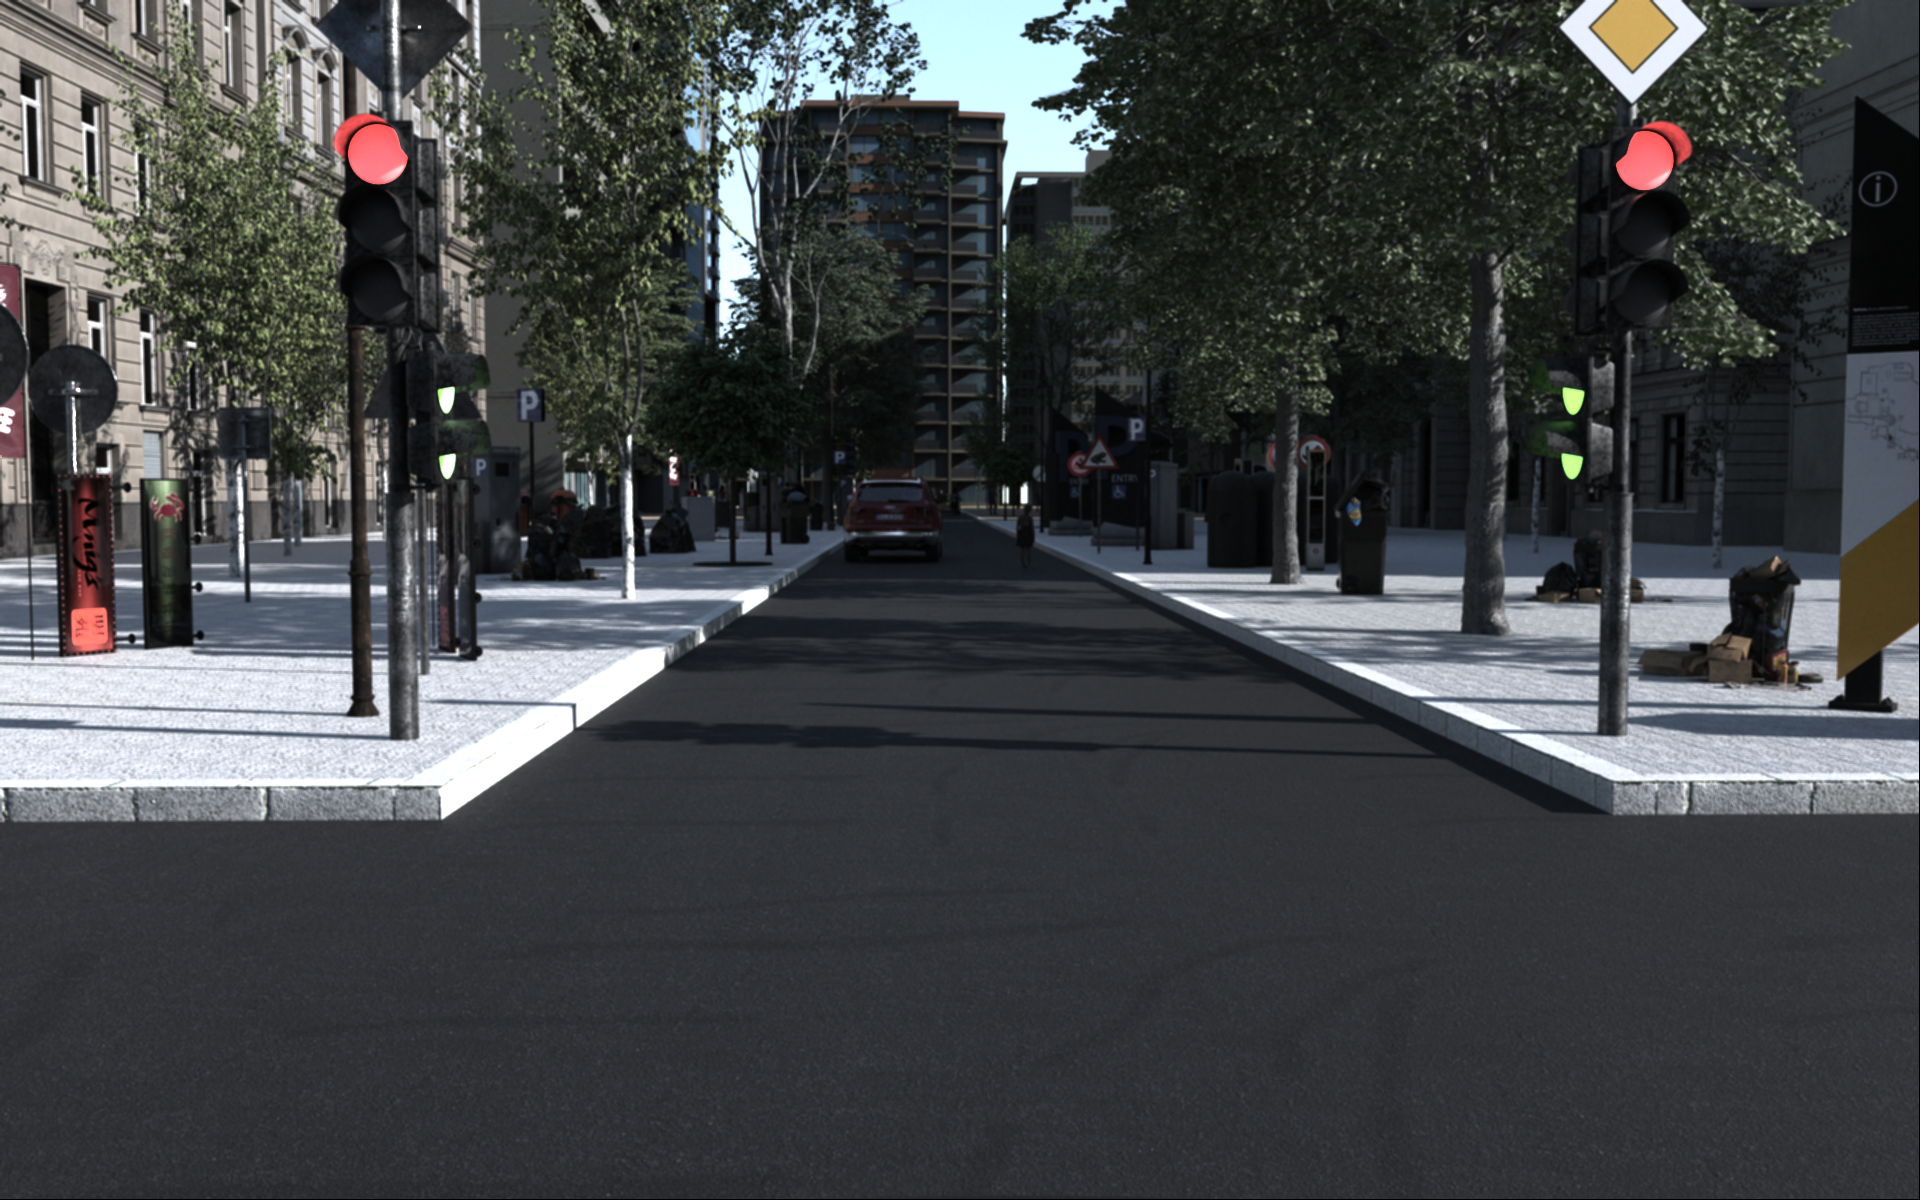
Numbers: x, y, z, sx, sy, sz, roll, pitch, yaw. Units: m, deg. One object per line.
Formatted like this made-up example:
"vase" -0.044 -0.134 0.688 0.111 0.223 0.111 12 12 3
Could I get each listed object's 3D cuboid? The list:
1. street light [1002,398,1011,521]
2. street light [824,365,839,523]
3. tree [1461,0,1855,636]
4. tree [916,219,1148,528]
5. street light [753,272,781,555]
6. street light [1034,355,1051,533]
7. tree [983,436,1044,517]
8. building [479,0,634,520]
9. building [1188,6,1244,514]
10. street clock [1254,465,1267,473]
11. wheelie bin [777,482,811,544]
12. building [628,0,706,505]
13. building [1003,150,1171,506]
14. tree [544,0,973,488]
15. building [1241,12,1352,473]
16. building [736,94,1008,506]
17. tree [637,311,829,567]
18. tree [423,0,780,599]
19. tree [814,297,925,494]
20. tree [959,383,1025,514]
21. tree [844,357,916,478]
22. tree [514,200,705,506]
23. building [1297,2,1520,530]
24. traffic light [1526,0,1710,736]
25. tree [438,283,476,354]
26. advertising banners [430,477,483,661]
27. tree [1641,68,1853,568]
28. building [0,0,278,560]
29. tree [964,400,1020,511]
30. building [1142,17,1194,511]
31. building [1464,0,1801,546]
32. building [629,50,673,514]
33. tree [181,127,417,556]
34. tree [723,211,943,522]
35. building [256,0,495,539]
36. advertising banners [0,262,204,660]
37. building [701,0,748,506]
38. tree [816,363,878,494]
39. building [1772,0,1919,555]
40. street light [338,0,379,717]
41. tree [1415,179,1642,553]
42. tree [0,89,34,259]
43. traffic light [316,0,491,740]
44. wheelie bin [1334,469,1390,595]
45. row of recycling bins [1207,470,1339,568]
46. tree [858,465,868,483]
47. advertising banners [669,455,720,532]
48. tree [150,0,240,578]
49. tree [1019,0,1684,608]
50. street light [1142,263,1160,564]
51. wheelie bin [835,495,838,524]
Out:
"street light" 2.202 -6.797 83.914 0.468 5.910 1.993 0 4 -1
"street light" -4.611 -5.473 62.276 0.468 5.910 1.993 0 4 -1
"tree" 4.422 -5.956 15.514 7.486 12.596 7.792 0 3 0
"tree" 3.419 -8.544 65.442 9.928 11.665 9.643 0 3 0
"street light" -4.014 -3.879 36.212 0.468 5.910 1.993 0 4 -1
"street light" 2.731 -5.190 57.646 0.468 5.910 1.993 0 4 -1
"tree" 2.967 -6.979 97.814 4.285 4.588 4.351 0 3 0
"building" -30.487 -28.794 94.488 21.300 48.544 21.600 0 4 -1
"building" 22.752 -28.204 111.248 14.600 45.320 14.200 0 4 -1
"street clock" 7.466 -2.378 43.443 0.471 2.002 0.358 1 4 21
"wheelie bin" -4.295 -2.252 44.728 0.693 1.594 0.980 -3 5 -44
"building" -28.315 -29.821 137.690 14.200 45.320 14.600 0 4 -1
"building" 17.254 -30.961 198.092 23.993 40.220 32.217 0 4 -1
"tree" -5.834 -11.780 48.484 12.611 20.169 13.585 0 3 0
"building" 22.878 -25.264 96.658 14.154 41.232 14.086 0 4 -1
"building" -9.458 -32.913 192.746 28.867 44.769 22.147 0 4 -1
"tree" -4.059 -2.902 31.164 4.285 4.588 4.351 0 3 0
"tree" -4.314 -4.319 20.981 4.737 8.622 4.395 0 3 0
"tree" -5.863 -11.075 99.209 7.486 12.596 7.792 0 3 0
"tree" 2.148 -10.017 114.136 4.737 8.622 4.395 0 3 0
"tree" -6.781 -12.525 130.541 9.928 11.665 9.643 0 3 0
"tree" -13.584 -9.127 67.360 7.486 12.596 7.792 0 3 0
"building" 22.567 -14.133 72.881 13.314 21.916 24.055 0 4 -1
"traffic light" 3.463 -1.236 9.127 0.839 4.253 0.868 0 4 -1
"tree" -15.814 -5.983 48.188 4.360 8.622 3.978 0 3 0
"advertising banners" -4.182 -1.092 14.047 0.090 3.025 2.074 -2 4 -28
"tree" 13.306 -4.854 29.728 4.360 8.622 3.978 0 3 0
"building" -24.491 -14.546 35.091 12.463 27.353 25.104 0 4 -1
"tree" 2.344 -11.140 132.505 4.360 8.622 3.978 0 3 0
"building" 29.041 -33.204 132.116 28.713 52.752 27.495 0 4 -1
"building" 22.612 -11.416 51.286 10.561 19.102 19.286 0 4 -1
"building" -26.860 -20.871 112.948 14.160 30.474 14.107 0 4 -1
"tree" -13.777 -5.231 35.887 4.360 8.622 3.978 0 3 0
"tree" -5.941 -10.526 78.758 9.857 13.997 8.962 0 3 0
"building" -25.348 -16.102 60.531 12.463 27.353 25.104 0 4 -1
"advertising banners" -6.939 -1.074 13.753 0.090 3.025 2.074 2 4 27
"building" -39.577 -53.691 190.521 31.000 86.520 22.319 0 4 -1
"tree" -5.747 -8.668 92.082 4.737 8.622 4.395 0 3 0
"building" 32.930 -12.115 31.368 30.059 22.955 16.112 0 4 -1
"street light" -3.462 -2.268 9.867 0.468 5.910 1.993 0 4 -1
"tree" 12.698 -5.348 37.795 4.737 8.622 4.395 0 3 0
"tree" -13.285 -4.268 20.137 4.360 8.622 3.978 0 3 0
"traffic light" -2.896 -1.226 8.965 0.839 4.253 0.868 0 4 -1
"wheelie bin" 5.177 -0.879 22.278 0.693 1.594 0.980 0 4 7
"row of recycling bins" 5.748 -1.481 31.332 1.069 1.692 3.534 3 5 44
"tree" -6.169 -7.061 110.046 1.663 3.219 1.824 0 3 0
"advertising banners" -8.855 -3.741 57.348 2.074 3.025 0.090 -3 5 -42
"tree" -11.125 -4.638 26.199 4.737 8.622 4.395 0 3 0
"tree" 4.729 -6.475 23.995 7.486 12.596 7.792 0 3 0
"street light" 3.435 -3.592 31.522 0.468 5.910 1.993 0 4 -1
"wheelie bin" -4.920 -4.037 73.916 0.693 1.594 0.980 1 4 9
